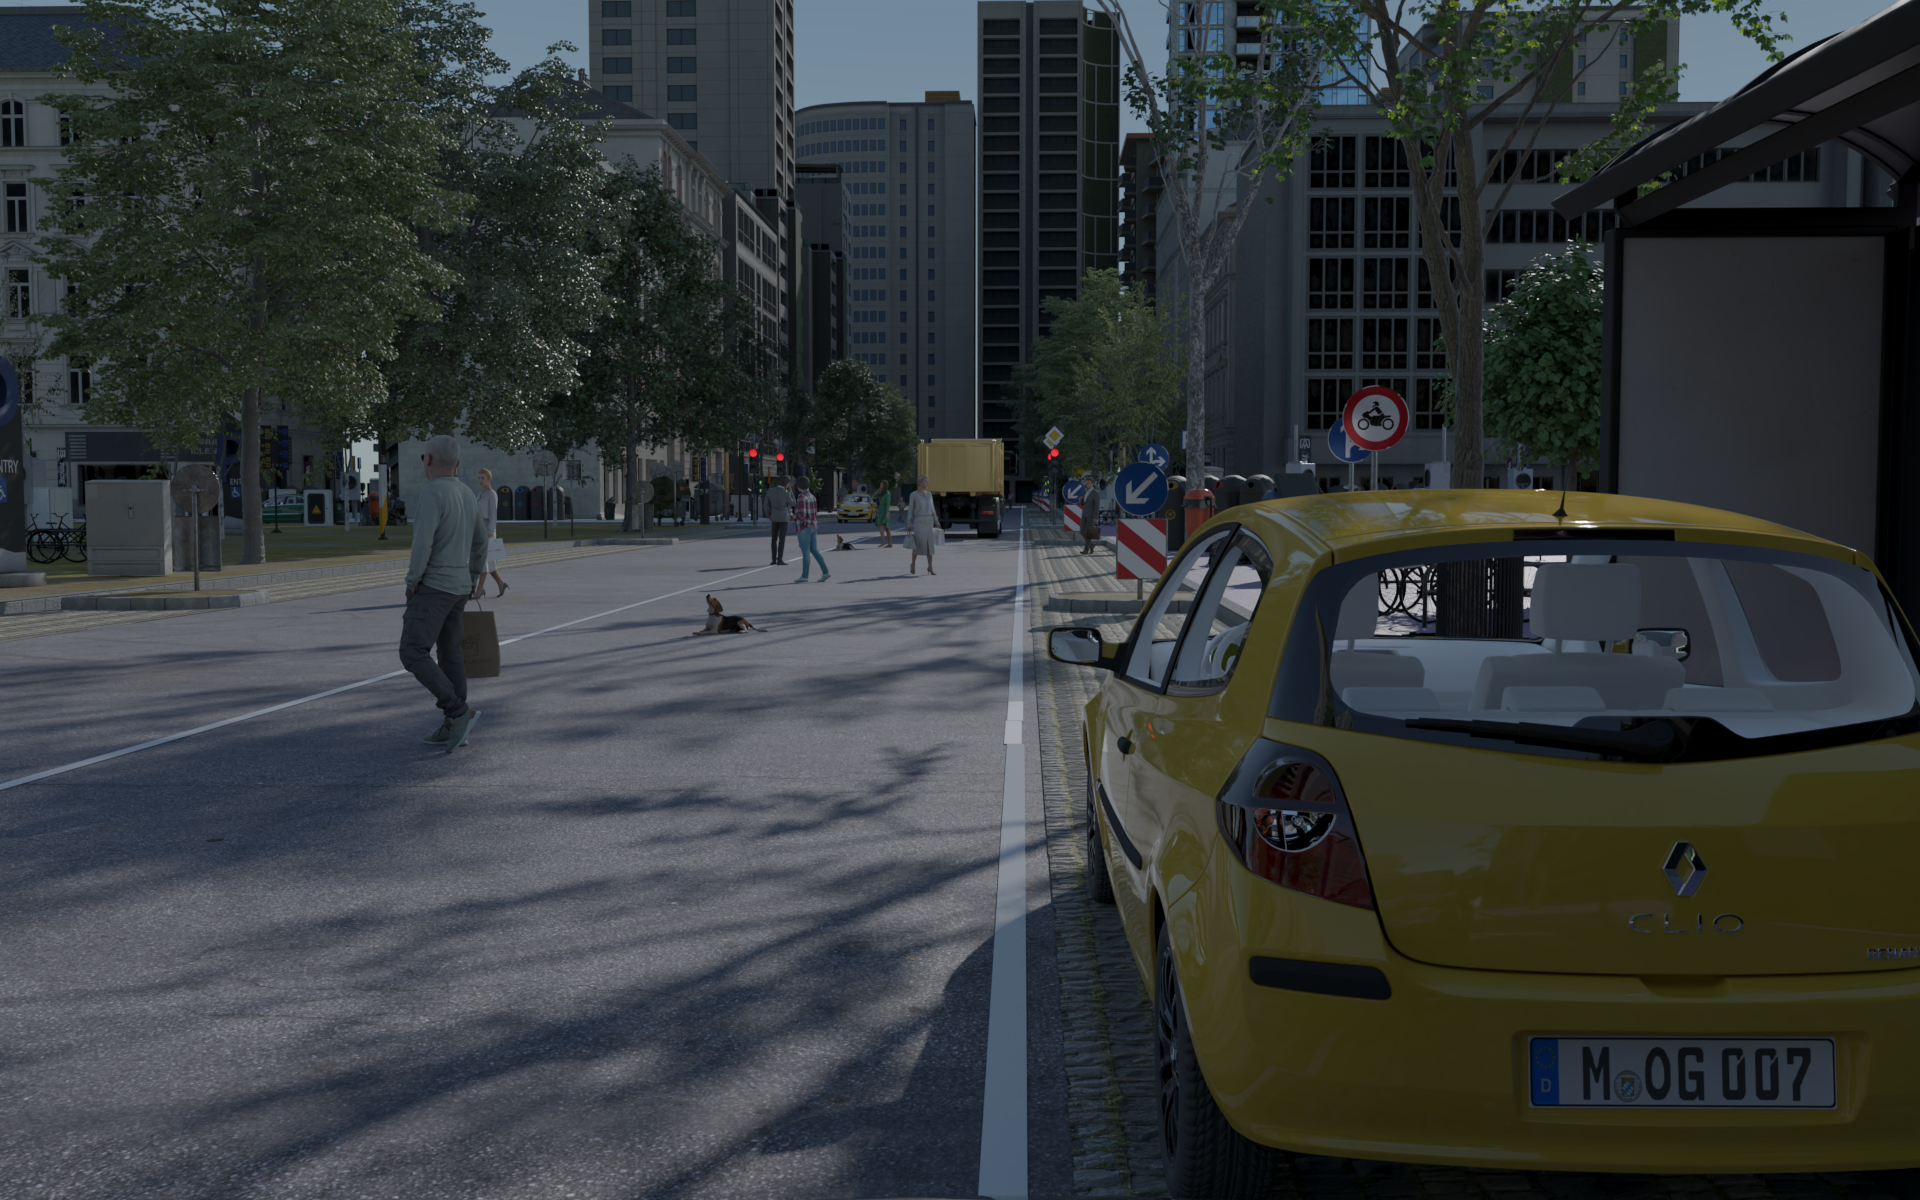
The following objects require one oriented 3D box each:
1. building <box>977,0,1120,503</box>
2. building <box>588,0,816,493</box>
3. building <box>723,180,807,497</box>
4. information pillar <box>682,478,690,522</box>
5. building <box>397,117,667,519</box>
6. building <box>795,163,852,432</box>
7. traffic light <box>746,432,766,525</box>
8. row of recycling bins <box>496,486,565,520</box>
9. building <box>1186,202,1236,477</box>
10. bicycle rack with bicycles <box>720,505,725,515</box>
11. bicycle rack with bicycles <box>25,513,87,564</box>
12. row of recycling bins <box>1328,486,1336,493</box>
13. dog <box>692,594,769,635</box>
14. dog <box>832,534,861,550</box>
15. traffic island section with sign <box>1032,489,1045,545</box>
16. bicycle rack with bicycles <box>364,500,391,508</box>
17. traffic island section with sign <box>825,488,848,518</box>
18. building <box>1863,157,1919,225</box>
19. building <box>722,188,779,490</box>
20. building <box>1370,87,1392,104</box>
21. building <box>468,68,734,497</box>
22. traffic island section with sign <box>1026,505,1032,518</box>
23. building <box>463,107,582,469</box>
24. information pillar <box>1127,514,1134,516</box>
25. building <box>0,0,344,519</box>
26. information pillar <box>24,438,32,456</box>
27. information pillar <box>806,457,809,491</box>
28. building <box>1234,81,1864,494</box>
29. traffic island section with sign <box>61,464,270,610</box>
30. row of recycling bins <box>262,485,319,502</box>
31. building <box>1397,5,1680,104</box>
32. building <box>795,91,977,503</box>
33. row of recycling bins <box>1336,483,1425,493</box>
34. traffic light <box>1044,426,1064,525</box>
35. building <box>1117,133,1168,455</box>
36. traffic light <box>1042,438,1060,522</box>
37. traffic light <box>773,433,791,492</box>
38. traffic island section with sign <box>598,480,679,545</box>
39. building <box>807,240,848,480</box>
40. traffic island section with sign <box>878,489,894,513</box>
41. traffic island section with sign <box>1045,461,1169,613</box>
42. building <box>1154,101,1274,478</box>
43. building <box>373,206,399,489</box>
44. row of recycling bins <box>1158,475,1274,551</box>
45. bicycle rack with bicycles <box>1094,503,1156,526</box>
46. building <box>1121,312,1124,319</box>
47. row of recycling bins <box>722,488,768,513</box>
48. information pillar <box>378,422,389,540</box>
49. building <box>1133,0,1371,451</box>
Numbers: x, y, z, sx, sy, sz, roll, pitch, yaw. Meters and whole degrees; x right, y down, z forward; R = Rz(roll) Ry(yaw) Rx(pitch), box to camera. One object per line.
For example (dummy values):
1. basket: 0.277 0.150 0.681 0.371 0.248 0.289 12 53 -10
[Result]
1. building: 13.041 -49.938 254.740 20.611 71.187 20.563 0 4 2
2. building: -25.683 -45.340 179.565 20.563 71.187 20.611 0 4 2
3. building: -22.664 -23.943 163.162 14.160 30.474 14.107 0 4 2
4. information pillar: -12.804 -4.675 80.927 0.304 2.012 0.304 -2 4 -24
5. building: -23.292 -14.793 96.615 10.420 20.320 16.860 0 4 2
6. building: -20.781 -32.573 216.170 14.086 41.232 14.154 0 4 2
7. traffic light: -8.522 -5.078 71.942 0.839 4.253 0.868 0 4 2
8. row of recycling bins: -21.043 -4.755 84.861 3.534 1.692 1.069 1 4 11
9. building: 21.535 -16.985 113.861 11.583 22.565 21.152 0 4 2
10. bicycle rack with bicycles: -15.532 -5.621 105.288 2.925 0.926 2.852 -2 4 -33
11. bicycle rack with bicycles: -16.799 -1.185 32.761 2.925 0.926 2.852 -1 4 -10
12. row of recycling bins: 18.641 -4.737 84.561 1.069 1.692 3.534 1 4 20
13. dog: -2.355 0.145 17.814 0.748 0.427 0.550 0 4 1
14. dog: -2.898 -1.469 44.212 0.748 0.427 0.550 0 4 -1
15. traffic island section with sign: 3.092 -2.452 48.713 1.989 1.847 2.006 0 4 2
16. bicycle rack with bicycles: -47.006 -7.653 138.515 2.852 0.926 2.925 3 5 42
17. traffic island section with sign: -7.050 -5.872 104.634 1.989 1.847 2.006 0 4 2
18. building: 55.573 -16.649 90.226 19.932 24.808 12.078 0 4 2
19. building: -23.286 -21.227 140.566 14.314 27.812 24.014 0 4 2
20. building: 52.719 -43.567 254.311 28.212 58.520 21.231 0 4 2
21. building: -23.973 -20.148 116.813 14.401 28.519 23.554 0 4 2
22. traffic island section with sign: 5.100 -5.844 104.185 1.989 1.847 2.006 0 4 2
23. building: -61.430 -43.800 258.121 28.212 58.520 21.231 0 4 2
24. information pillar: 7.121 -4.122 71.881 0.304 2.012 0.304 -1 4 -11
25. building: -58.733 -19.568 96.349 44.131 29.872 17.030 0 4 2
26. information pillar: -38.856 -4.945 72.201 0.504 3.616 0.183 1 4 19
27. information pillar: -9.717 -7.268 110.193 0.183 3.616 0.504 0 4 5
28. building: 30.673 -16.772 93.291 30.058 24.678 14.314 0 4 2
29. traffic island section with sign: -10.046 -0.831 22.216 1.989 1.847 2.006 0 4 2
30. row of recycling bins: -32.644 -4.667 83.421 3.534 1.692 1.069 -3 5 -41
31. building: 68.659 -40.792 208.947 28.212 58.520 21.231 0 4 2
32. building: -11.735 -43.700 256.500 28.212 58.520 21.231 0 4 2
33. row of recycling bins: 16.292 -3.595 65.890 3.534 1.692 1.069 3 4 37
34. traffic light: 3.882 -5.051 71.510 0.839 4.253 0.868 0 4 2
35. building: 30.150 -33.785 207.005 22.147 44.769 28.867 0 4 2
36. traffic light: 4.172 -5.539 79.490 0.839 4.253 0.868 0 4 2
37. traffic light: -8.232 -5.566 79.922 0.839 4.253 0.868 0 4 2
38. traffic island section with sign: -9.065 -2.479 49.153 1.989 1.847 2.006 0 4 2
39. building: -20.522 -26.071 197.959 14.160 30.474 14.107 0 4 2
40. traffic island section with sign: -6.043 -7.554 132.128 1.989 1.847 2.006 0 4 2
41. traffic island section with sign: 2.109 -0.799 21.693 1.989 1.847 2.006 0 4 2
42. building: 22.230 -22.115 139.065 11.434 29.767 29.804 0 4 2
43. building: -64.567 -34.724 217.843 14.200 45.320 14.600 0 4 2
44. row of recycling bins: 5.707 -1.916 38.439 1.069 1.692 3.534 -2 4 -34
45. bicycle rack with bicycles: 6.581 -3.482 70.310 2.925 0.926 2.852 0 4 -2
46. building: 30.634 -29.413 252.603 14.107 30.474 14.160 0 4 2
47. row of recycling bins: -14.835 -6.716 116.926 3.534 1.692 1.069 -2 4 -35
48. information pillar: -16.246 -3.509 48.721 0.183 3.616 0.504 0 4 -1
49. building: 29.633 -52.774 175.526 22.319 86.520 31.000 0 4 2
